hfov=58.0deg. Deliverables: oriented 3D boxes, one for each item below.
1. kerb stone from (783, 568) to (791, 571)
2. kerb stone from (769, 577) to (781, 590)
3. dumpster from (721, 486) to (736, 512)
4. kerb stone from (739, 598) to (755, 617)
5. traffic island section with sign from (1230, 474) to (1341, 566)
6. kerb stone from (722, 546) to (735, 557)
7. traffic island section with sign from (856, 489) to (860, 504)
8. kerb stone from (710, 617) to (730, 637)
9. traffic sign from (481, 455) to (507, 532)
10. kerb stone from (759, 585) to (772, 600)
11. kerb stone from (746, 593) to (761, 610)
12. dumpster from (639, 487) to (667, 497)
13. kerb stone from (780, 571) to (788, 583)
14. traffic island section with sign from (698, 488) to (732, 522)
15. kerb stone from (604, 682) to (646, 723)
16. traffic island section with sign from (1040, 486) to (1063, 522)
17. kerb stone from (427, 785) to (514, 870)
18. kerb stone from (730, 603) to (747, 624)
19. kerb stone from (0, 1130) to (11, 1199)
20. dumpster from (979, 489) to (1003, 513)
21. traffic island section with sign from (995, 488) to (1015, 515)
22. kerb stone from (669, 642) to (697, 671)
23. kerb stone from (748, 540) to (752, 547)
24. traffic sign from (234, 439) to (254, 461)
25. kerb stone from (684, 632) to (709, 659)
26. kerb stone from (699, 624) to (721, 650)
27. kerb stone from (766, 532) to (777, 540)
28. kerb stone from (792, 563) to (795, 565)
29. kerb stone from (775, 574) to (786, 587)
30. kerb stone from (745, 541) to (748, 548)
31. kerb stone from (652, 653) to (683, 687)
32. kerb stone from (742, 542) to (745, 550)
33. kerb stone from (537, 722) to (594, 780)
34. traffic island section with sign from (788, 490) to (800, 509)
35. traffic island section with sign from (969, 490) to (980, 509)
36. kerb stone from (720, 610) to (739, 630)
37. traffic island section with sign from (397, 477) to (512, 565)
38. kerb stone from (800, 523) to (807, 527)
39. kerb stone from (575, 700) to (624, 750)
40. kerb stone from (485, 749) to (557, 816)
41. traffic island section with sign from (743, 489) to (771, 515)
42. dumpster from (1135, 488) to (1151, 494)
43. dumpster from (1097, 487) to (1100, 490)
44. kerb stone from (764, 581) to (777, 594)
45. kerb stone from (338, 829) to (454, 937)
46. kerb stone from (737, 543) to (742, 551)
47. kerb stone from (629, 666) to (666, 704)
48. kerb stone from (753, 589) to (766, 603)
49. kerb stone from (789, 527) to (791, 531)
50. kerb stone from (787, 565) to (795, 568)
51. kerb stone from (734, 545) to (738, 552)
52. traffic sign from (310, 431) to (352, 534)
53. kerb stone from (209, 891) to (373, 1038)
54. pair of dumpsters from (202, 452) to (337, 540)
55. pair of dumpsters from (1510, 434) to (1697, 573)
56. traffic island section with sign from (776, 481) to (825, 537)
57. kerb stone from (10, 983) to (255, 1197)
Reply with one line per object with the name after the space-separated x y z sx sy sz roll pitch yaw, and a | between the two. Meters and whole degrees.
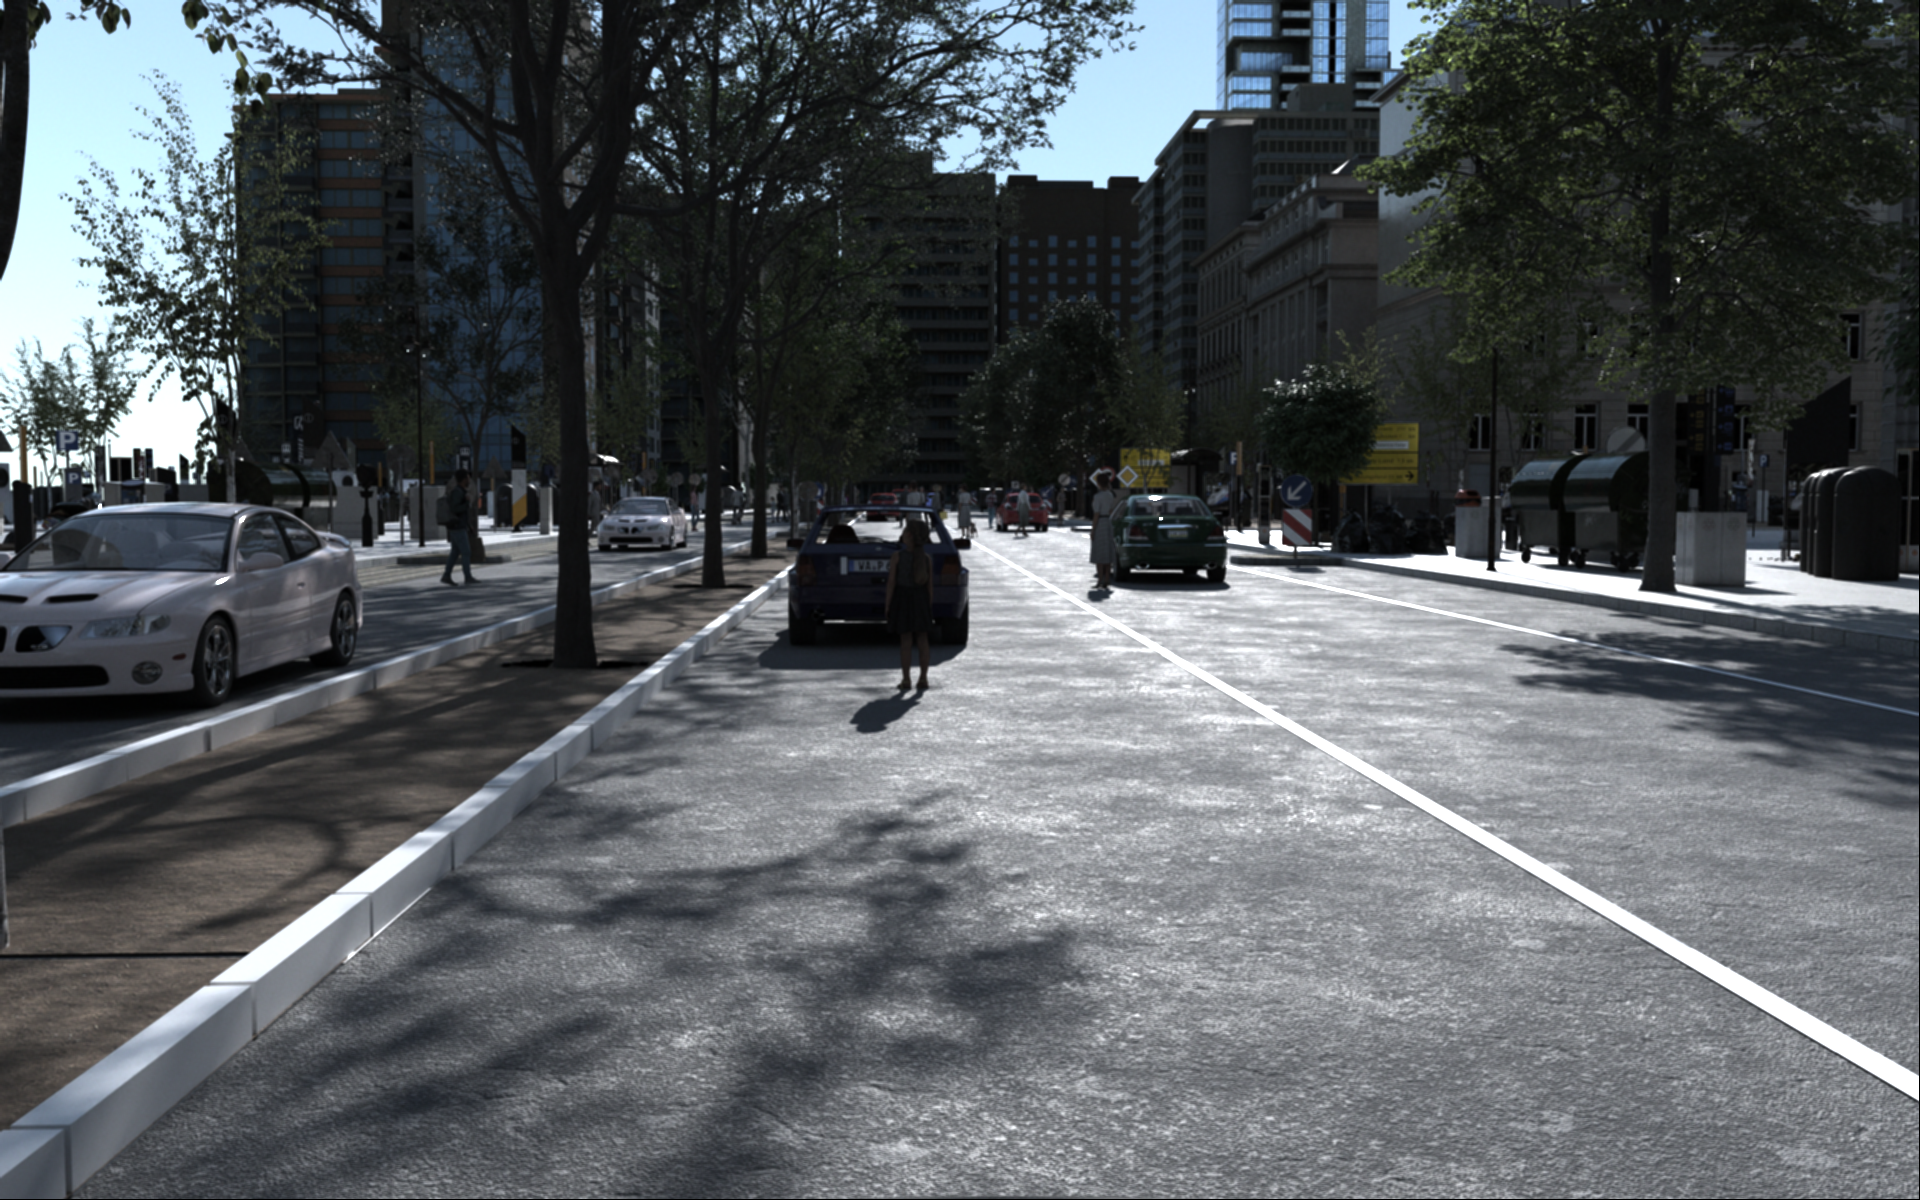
-2.887 -0.389 28.593 0.120 0.150 1.000 0 4 -2 | kerb stone
-2.764 -0.204 25.528 0.120 0.150 1.000 0 4 -2 | kerb stone
-16.960 -7.377 126.368 1.264 1.857 1.865 0 4 -2 | dumpster
-2.551 0.109 20.407 0.120 0.150 1.000 0 4 -2 | kerb stone
6.605 -1.641 35.453 1.989 1.847 2.006 0 4 -2 | traffic island section with sign
-5.478 -1.139 40.814 0.120 0.150 1.000 0 4 -2 | kerb stone
-8.484 -8.109 140.721 2.006 1.907 1.989 0 4 -2 | traffic island section with sign
-2.433 0.305 17.328 0.120 0.150 1.000 0 4 -2 | kerb stone
-15.551 -3.537 57.835 0.884 2.594 0.081 0 4 2 | traffic sign
-2.676 -0.074 23.486 0.120 0.150 1.000 0 4 -2 | kerb stone
-2.596 0.049 21.436 0.120 0.150 1.000 0 4 -2 | kerb stone
-18.927 -6.367 106.595 1.502 2.255 1.985 0 4 -2 | dumpster
-2.835 -0.326 27.572 0.120 0.150 1.000 0 4 -2 | kerb stone
-12.626 -5.012 90.571 1.989 1.847 2.006 0 4 -2 | traffic island section with sign
-2.175 0.673 11.192 0.120 0.150 1.000 0 4 -2 | kerb stone
4.348 -5.038 90.998 1.989 1.847 2.006 0 4 -2 | traffic island section with sign
-2.008 0.927 7.100 0.120 0.150 1.000 0 4 -2 | kerb stone
-2.509 0.174 19.381 0.120 0.150 1.000 0 4 -2 | kerb stone
-1.850 1.174 3.002 0.120 0.150 1.000 0 4 -2 | kerb stone
2.410 -7.752 134.955 1.865 1.857 1.264 0 4 -4 | dumpster
3.242 -6.691 118.018 1.989 1.847 2.006 0 4 -2 | traffic island section with sign
-2.305 0.488 14.255 0.120 0.150 1.000 0 4 -2 | kerb stone
-5.690 -1.452 45.931 0.120 0.150 1.000 0 4 -2 | kerb stone
-16.825 -2.481 40.560 0.884 2.594 0.081 0 4 3 | traffic sign
-2.345 0.423 15.277 0.120 0.150 1.000 0 4 -2 | kerb stone
-2.382 0.361 16.298 0.120 0.150 1.000 0 4 -2 | kerb stone
-6.107 -2.076 56.162 0.120 0.150 1.000 0 4 -2 | kerb stone
-2.977 -0.513 30.642 0.120 0.150 1.000 0 4 -2 | kerb stone
-2.797 -0.265 26.549 0.120 0.150 1.000 0 4 -2 | kerb stone
-5.655 -1.389 44.909 0.120 0.150 1.000 0 4 -2 | kerb stone
-2.259 0.549 13.234 0.120 0.150 1.000 0 4 -2 | kerb stone
-5.606 -1.326 43.888 0.120 0.150 1.000 0 4 -2 | kerb stone
-2.094 0.801 9.148 0.120 0.150 1.000 0 4 -2 | kerb stone
-15.756 -9.732 167.740 1.989 1.847 2.006 0 4 -2 | traffic island section with sign
1.208 -9.753 168.090 1.989 1.847 2.006 0 4 -2 | traffic island section with sign
-2.471 0.238 18.357 0.120 0.150 1.000 0 4 -2 | kerb stone
-10.408 -1.668 35.894 1.989 1.847 2.006 0 4 -2 | traffic island section with sign
-6.965 -3.366 77.235 0.120 0.150 1.000 0 4 -2 | kerb stone
-2.128 0.736 10.169 0.120 0.150 1.000 0 4 -2 | kerb stone
-2.057 0.861 8.120 0.120 0.150 1.000 0 4 -2 | kerb stone
-13.727 -6.673 117.724 1.989 1.847 2.006 0 4 -2 | traffic island section with sign
9.191 -5.370 90.286 1.502 2.255 1.985 0 4 -2 | dumpster
8.963 -6.616 113.935 1.264 1.857 1.865 0 4 -2 | dumpster
-2.723 -0.140 24.507 0.120 0.150 1.000 0 4 -2 | kerb stone
-1.972 0.986 6.078 0.120 0.150 1.000 0 4 -2 | kerb stone
-5.571 -1.261 42.867 0.120 0.150 1.000 0 4 -2 | kerb stone
-2.219 0.611 12.213 0.120 0.150 1.000 0 4 -2 | kerb stone
-2.641 -0.011 22.457 0.120 0.150 1.000 0 4 -2 | kerb stone
-6.629 -2.865 69.031 0.120 0.150 1.000 0 4 -2 | kerb stone
-2.933 -0.453 29.621 0.120 0.150 1.000 0 4 -2 | kerb stone
-5.525 -1.201 41.834 0.120 0.150 1.000 0 4 -2 | kerb stone
-12.928 -2.176 35.582 0.884 2.594 0.081 0 4 5 | traffic sign
-1.933 1.048 5.057 0.120 0.150 1.000 0 4 -2 | kerb stone
-15.213 -2.189 38.290 1.574 2.255 4.437 0 4 -2 | pair of dumpsters
11.143 -1.693 30.174 1.574 2.255 4.437 0 4 -2 | pair of dumpsters
-5.137 -3.065 58.243 2.006 1.907 1.989 0 4 -2 | traffic island section with sign
-1.889 1.111 4.023 0.120 0.150 1.000 0 4 -2 | kerb stone
